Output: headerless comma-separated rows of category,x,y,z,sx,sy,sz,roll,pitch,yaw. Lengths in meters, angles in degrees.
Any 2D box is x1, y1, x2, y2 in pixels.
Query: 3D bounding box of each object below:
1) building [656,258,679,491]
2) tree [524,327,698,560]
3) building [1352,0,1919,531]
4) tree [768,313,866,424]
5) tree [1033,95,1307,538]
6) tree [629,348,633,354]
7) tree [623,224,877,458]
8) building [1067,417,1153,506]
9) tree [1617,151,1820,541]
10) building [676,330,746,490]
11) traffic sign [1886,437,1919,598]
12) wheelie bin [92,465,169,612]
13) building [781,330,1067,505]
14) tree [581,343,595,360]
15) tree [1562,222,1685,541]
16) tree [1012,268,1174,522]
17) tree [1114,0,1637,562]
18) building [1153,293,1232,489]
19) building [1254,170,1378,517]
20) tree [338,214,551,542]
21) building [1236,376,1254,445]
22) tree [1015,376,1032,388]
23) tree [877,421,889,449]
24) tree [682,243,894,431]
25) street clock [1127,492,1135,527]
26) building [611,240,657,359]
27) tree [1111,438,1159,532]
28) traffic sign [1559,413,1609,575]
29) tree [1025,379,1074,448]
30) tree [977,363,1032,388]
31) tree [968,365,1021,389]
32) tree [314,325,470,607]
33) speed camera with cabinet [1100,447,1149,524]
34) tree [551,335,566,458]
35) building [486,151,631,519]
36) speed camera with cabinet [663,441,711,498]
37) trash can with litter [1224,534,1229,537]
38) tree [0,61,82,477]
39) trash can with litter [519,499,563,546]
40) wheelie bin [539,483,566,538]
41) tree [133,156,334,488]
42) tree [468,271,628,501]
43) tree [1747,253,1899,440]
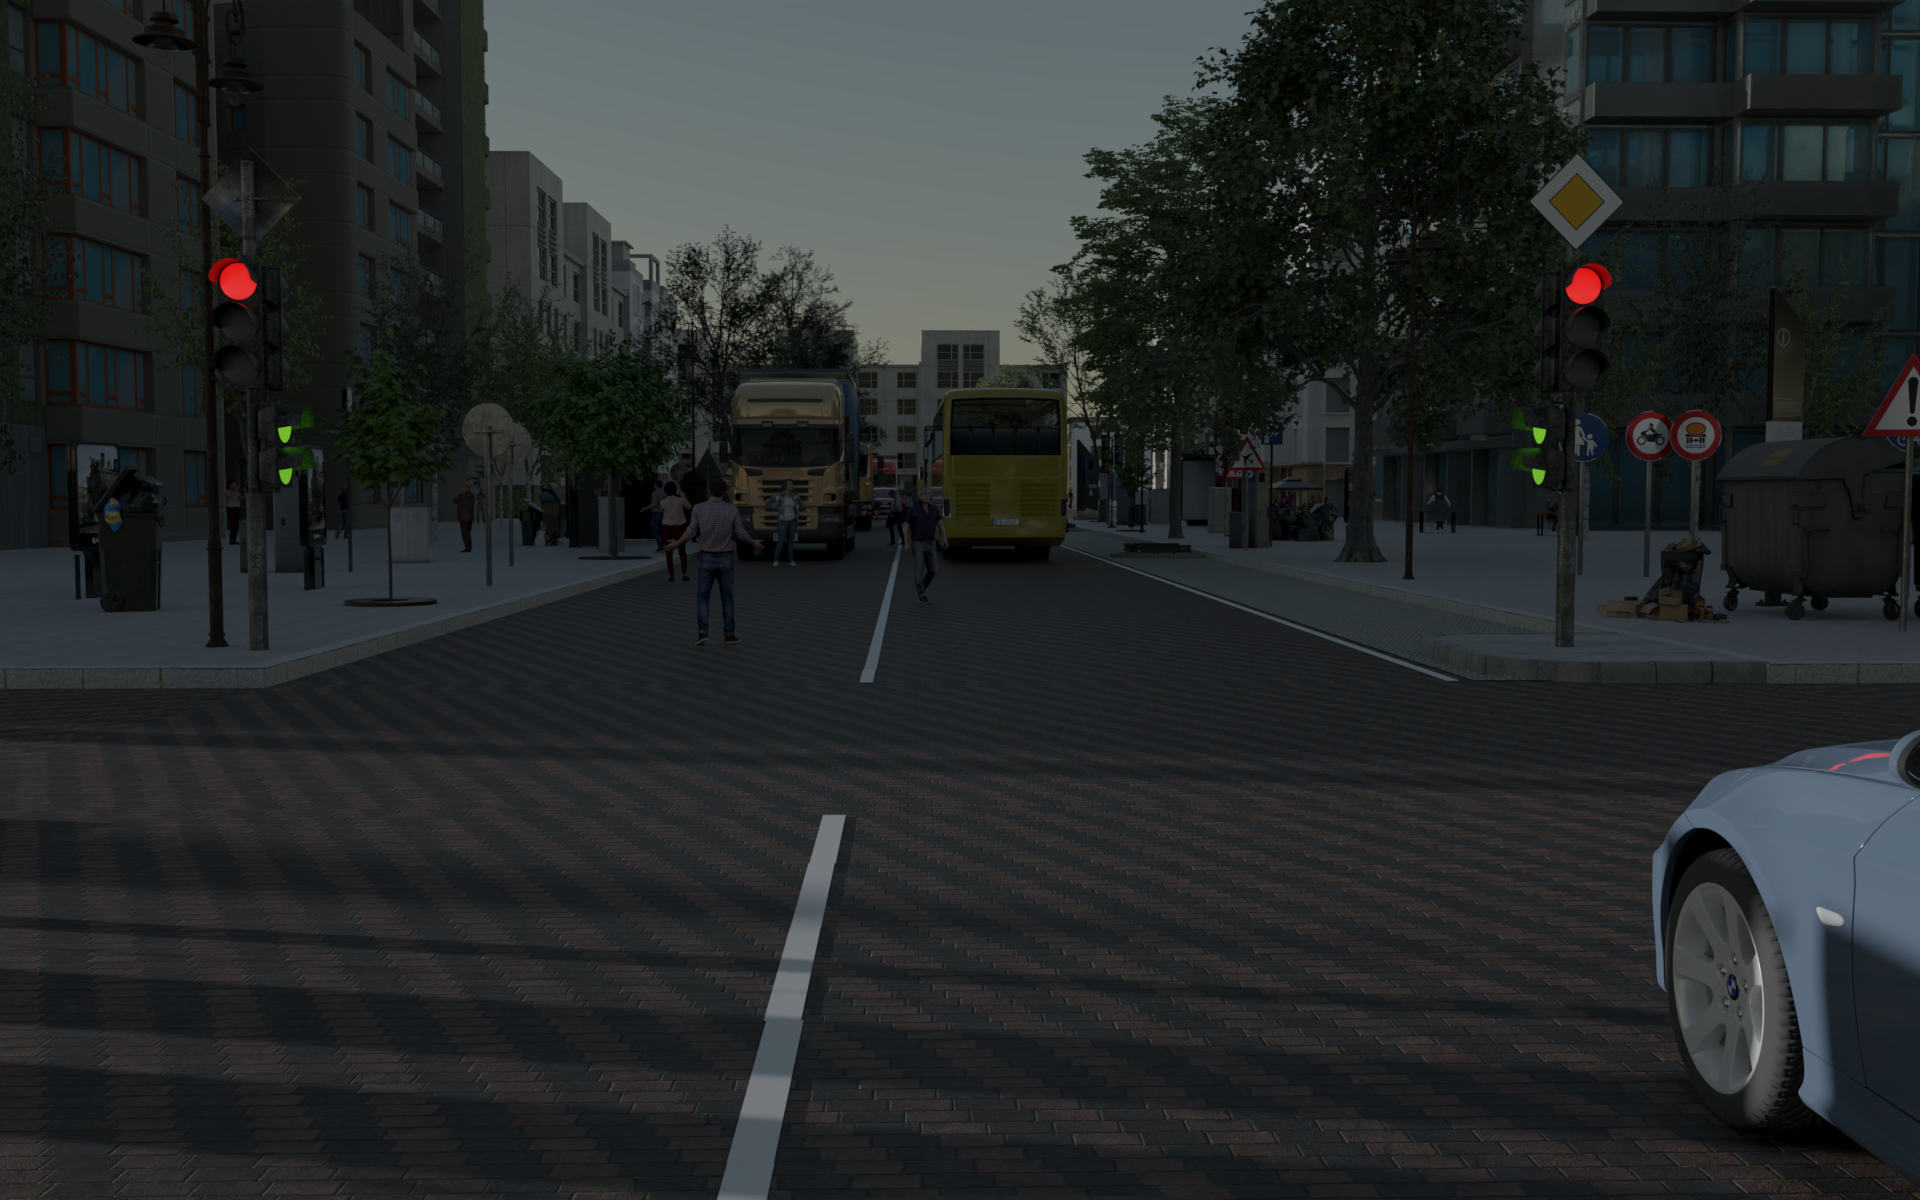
building,-29.605,-17.536,143.129,11.380,20.091,16.016,0,4,-2
tree,-6.892,-3.098,34.363,4.285,4.588,4.351,0,3,0
building,30.451,-27.663,71.892,23.786,49.044,30.456,0,4,-2
tree,-9.445,-11.654,108.675,7.486,12.596,7.792,0,3,0
tree,6.365,-8.030,49.418,7.486,12.596,7.792,0,3,0
tree,-16.993,-8.284,85.799,4.737,8.622,4.395,0,3,0
tree,-7.558,-7.629,59.149,8.767,10.594,7.601,0,4,1
building,25.926,-15.341,192.968,28.070,9.664,9.099,0,4,-2
tree,16.527,-5.384,38.397,4.360,8.622,3.978,0,3,0
building,-35.847,-20.067,194.560,31.486,18.905,16.747,0,4,-2
traffic sign,11.678,-1.297,21.307,0.768,2.556,0.104,0,4,-1
wheelie bin,-9.118,-0.684,19.090,0.693,1.594,0.980,-1,4,-18
building,-4.367,-20.106,195.195,31.486,18.905,16.747,0,4,-2
tree,-18.007,-7.901,79.537,4.360,8.622,3.978,0,3,0
tree,17.263,-5.900,46.827,4.737,8.622,4.395,0,3,0
tree,6.367,-9.339,78.441,9.928,11.665,9.643,0,3,0
tree,7.741,-7.067,32.554,9.611,12.733,9.660,0,3,0
building,25.782,-16.525,136.644,16.747,18.905,31.486,0,4,-2
building,26.940,-15.135,103.874,16.016,20.091,11.380,0,4,-2
tree,-14.005,-5.895,46.748,4.360,8.622,3.978,0,3,0
building,26.511,-15.829,115.225,16.016,20.091,11.380,0,4,-2
tree,4.549,-12.360,136.503,7.601,10.594,8.767,-1,4,-8
tree,-11.159,-13.913,161.893,8.767,10.594,7.601,-2,4,-24
tree,-8.394,-10.630,84.178,12.009,13.543,11.850,0,3,0
street clock,6.607,-3.803,66.753,0.471,2.002,0.358,-1,4,-14
building,-31.360,-16.557,127.129,16.016,20.091,11.380,0,4,-2
tree,6.011,-3.962,59.374,1.663,3.219,1.824,0,3,0
traffic sign,9.794,-1.663,27.296,0.768,2.556,0.104,1,4,8
tree,5.205,-9.843,111.295,4.360,8.622,3.978,0,3,0
tree,4.267,-14.216,150.565,7.486,12.596,7.792,0,3,0
tree,3.979,-15.465,163.214,12.009,13.543,11.850,0,3,0
tree,-6.557,-1.550,19.941,1.663,3.219,1.824,0,3,0
speed camera with cabinet,6.985,-4.842,73.497,2.038,3.252,0.660,-1,4,-17
tree,-19.003,-7.425,71.754,4.360,8.622,3.978,0,3,0
building,-30.939,-14.595,105.089,16.747,18.905,31.486,0,4,-2
speed camera with cabinet,-10.095,-4.322,65.007,2.038,3.252,0.660,1,4,16
trash can with litter,8.844,-2.508,52.063,2.233,1.210,1.678,-1,4,-22
tree,-17.527,-4.917,30.755,4.360,8.622,3.978,0,3,0
trash can with litter,-10.466,-1.950,43.267,1.055,1.170,0.624,0,4,3
wheelie bin,-11.912,-2.616,50.678,0.693,1.594,0.980,0,4,6
tree,-15.416,-5.321,37.356,4.737,8.622,4.395,0,3,0
tree,-14.276,-6.590,58.103,4.737,8.622,4.395,0,3,0
tree,26.517,-6.312,53.566,4.737,8.622,4.395,0,3,0
